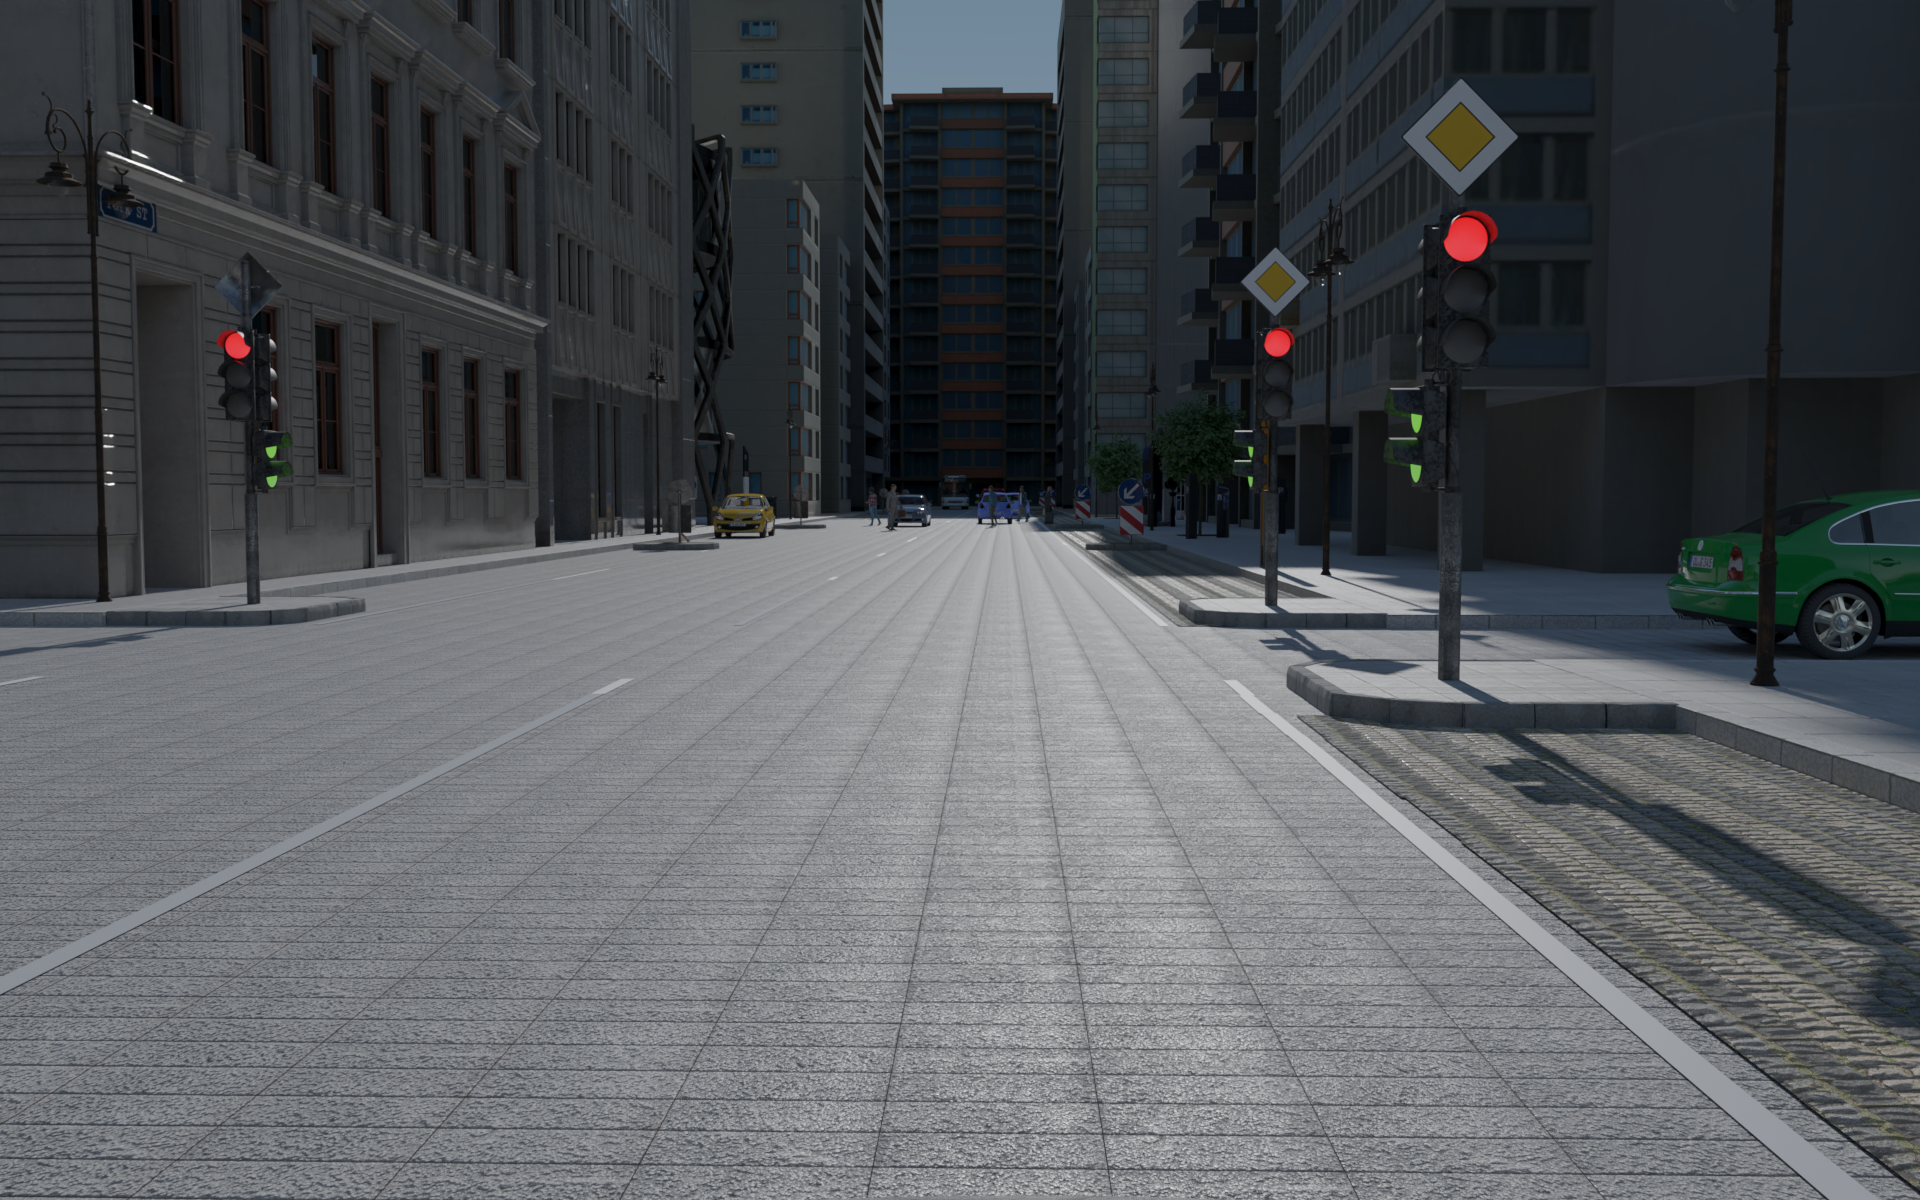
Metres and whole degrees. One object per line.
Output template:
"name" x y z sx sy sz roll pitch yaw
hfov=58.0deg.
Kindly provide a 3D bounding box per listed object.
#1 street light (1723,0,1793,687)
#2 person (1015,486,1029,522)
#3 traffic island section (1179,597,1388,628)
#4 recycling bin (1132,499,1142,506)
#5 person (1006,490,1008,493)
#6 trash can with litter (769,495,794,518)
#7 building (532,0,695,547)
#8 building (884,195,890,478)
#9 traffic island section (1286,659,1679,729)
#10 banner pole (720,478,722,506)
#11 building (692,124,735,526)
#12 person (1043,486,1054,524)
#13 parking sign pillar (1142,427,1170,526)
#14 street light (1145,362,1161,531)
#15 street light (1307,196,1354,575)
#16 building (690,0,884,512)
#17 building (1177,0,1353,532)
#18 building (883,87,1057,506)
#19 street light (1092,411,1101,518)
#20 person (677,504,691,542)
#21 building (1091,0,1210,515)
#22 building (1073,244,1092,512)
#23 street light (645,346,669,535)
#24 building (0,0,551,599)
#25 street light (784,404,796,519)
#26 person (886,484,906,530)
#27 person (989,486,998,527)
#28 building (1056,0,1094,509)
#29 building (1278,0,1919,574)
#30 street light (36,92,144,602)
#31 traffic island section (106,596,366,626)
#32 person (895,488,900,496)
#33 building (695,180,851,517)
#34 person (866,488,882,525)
"street light" 5.399 -2.364 11.445 0.468 5.910 1.993 0 4 1
"person" 3.154 -4.827 87.413 0.713 1.824 0.794 -1 4 -21
"traffic island section" 3.607 0.142 19.957 2.009 0.180 2.903 0 4 1
"recycling bin" 8.325 -4.168 80.703 0.722 1.027 0.722 0 4 6
"person" 4.028 -8.548 148.284 1.348 1.821 0.705 2 4 34
"trash can with litter" -9.893 -5.037 93.404 2.233 1.210 1.678 3 4 38
"building" -15.748 -14.286 51.593 12.078 24.808 19.932 0 4 1
"building" -13.779 -23.984 163.840 14.107 30.474 14.160 0 4 1
"traffic island section" 3.401 0.630 11.974 2.009 0.180 2.903 0 4 1
"banner pole" -12.377 -6.098 89.723 0.401 3.779 0.863 -1 4 -10
"building" -17.975 -12.441 70.867 16.820 18.784 16.811 0 4 1
"person" 4.172 -4.486 82.067 0.699 1.804 1.509 1 4 11
"parking sign pillar" 7.710 -4.950 69.403 1.447 3.967 1.447 2 4 25
"street light" 6.742 -5.376 60.688 0.468 5.910 1.993 0 4 1
"street light" 5.796 -3.332 27.260 0.468 5.910 1.993 0 4 1
"building" -17.331 -31.301 135.477 21.300 48.544 21.600 0 4 1
"building" 20.524 -25.388 69.724 22.147 44.769 28.867 0 4 1
"building" 0.719 -32.717 189.548 28.867 44.769 22.147 0 4 1
"street light" 7.456 -7.448 94.564 0.468 5.910 1.993 0 4 1
"person" -7.563 -2.041 46.886 0.505 1.210 0.382 -3 5 -45
"building" 15.547 -26.218 112.254 14.154 41.232 14.086 0 4 1
"building" 23.246 -17.681 134.117 27.650 21.520 28.899 0 4 1
"street light" -9.447 -4.975 54.121 0.468 5.910 1.993 0 4 1
"building" -15.165 -11.876 30.333 11.583 22.565 21.152 0 4 1
"street light" -8.578 -7.019 87.551 0.468 5.910 1.993 0 4 1
"person" -2.617 -3.652 68.330 0.853 1.813 0.709 2 4 26
"person" 1.432 -4.054 75.129 0.444 1.785 0.601 3 5 42
"building" 19.834 -32.732 158.864 21.300 48.544 21.600 0 4 1
"building" 19.396 -20.859 32.918 23.993 40.220 32.217 0 4 1
"street light" -10.208 -2.917 20.482 0.468 5.910 1.993 0 4 1
"traffic island section" -8.280 0.123 20.268 2.009 0.180 2.903 0 4 1
"person" -4.428 -6.828 120.151 1.348 1.823 0.705 -1 4 -12
"building" -22.072 -16.222 110.271 27.650 21.520 28.899 0 4 1
"person" -3.949 -4.267 79.101 0.643 1.720 0.563 2 4 29
